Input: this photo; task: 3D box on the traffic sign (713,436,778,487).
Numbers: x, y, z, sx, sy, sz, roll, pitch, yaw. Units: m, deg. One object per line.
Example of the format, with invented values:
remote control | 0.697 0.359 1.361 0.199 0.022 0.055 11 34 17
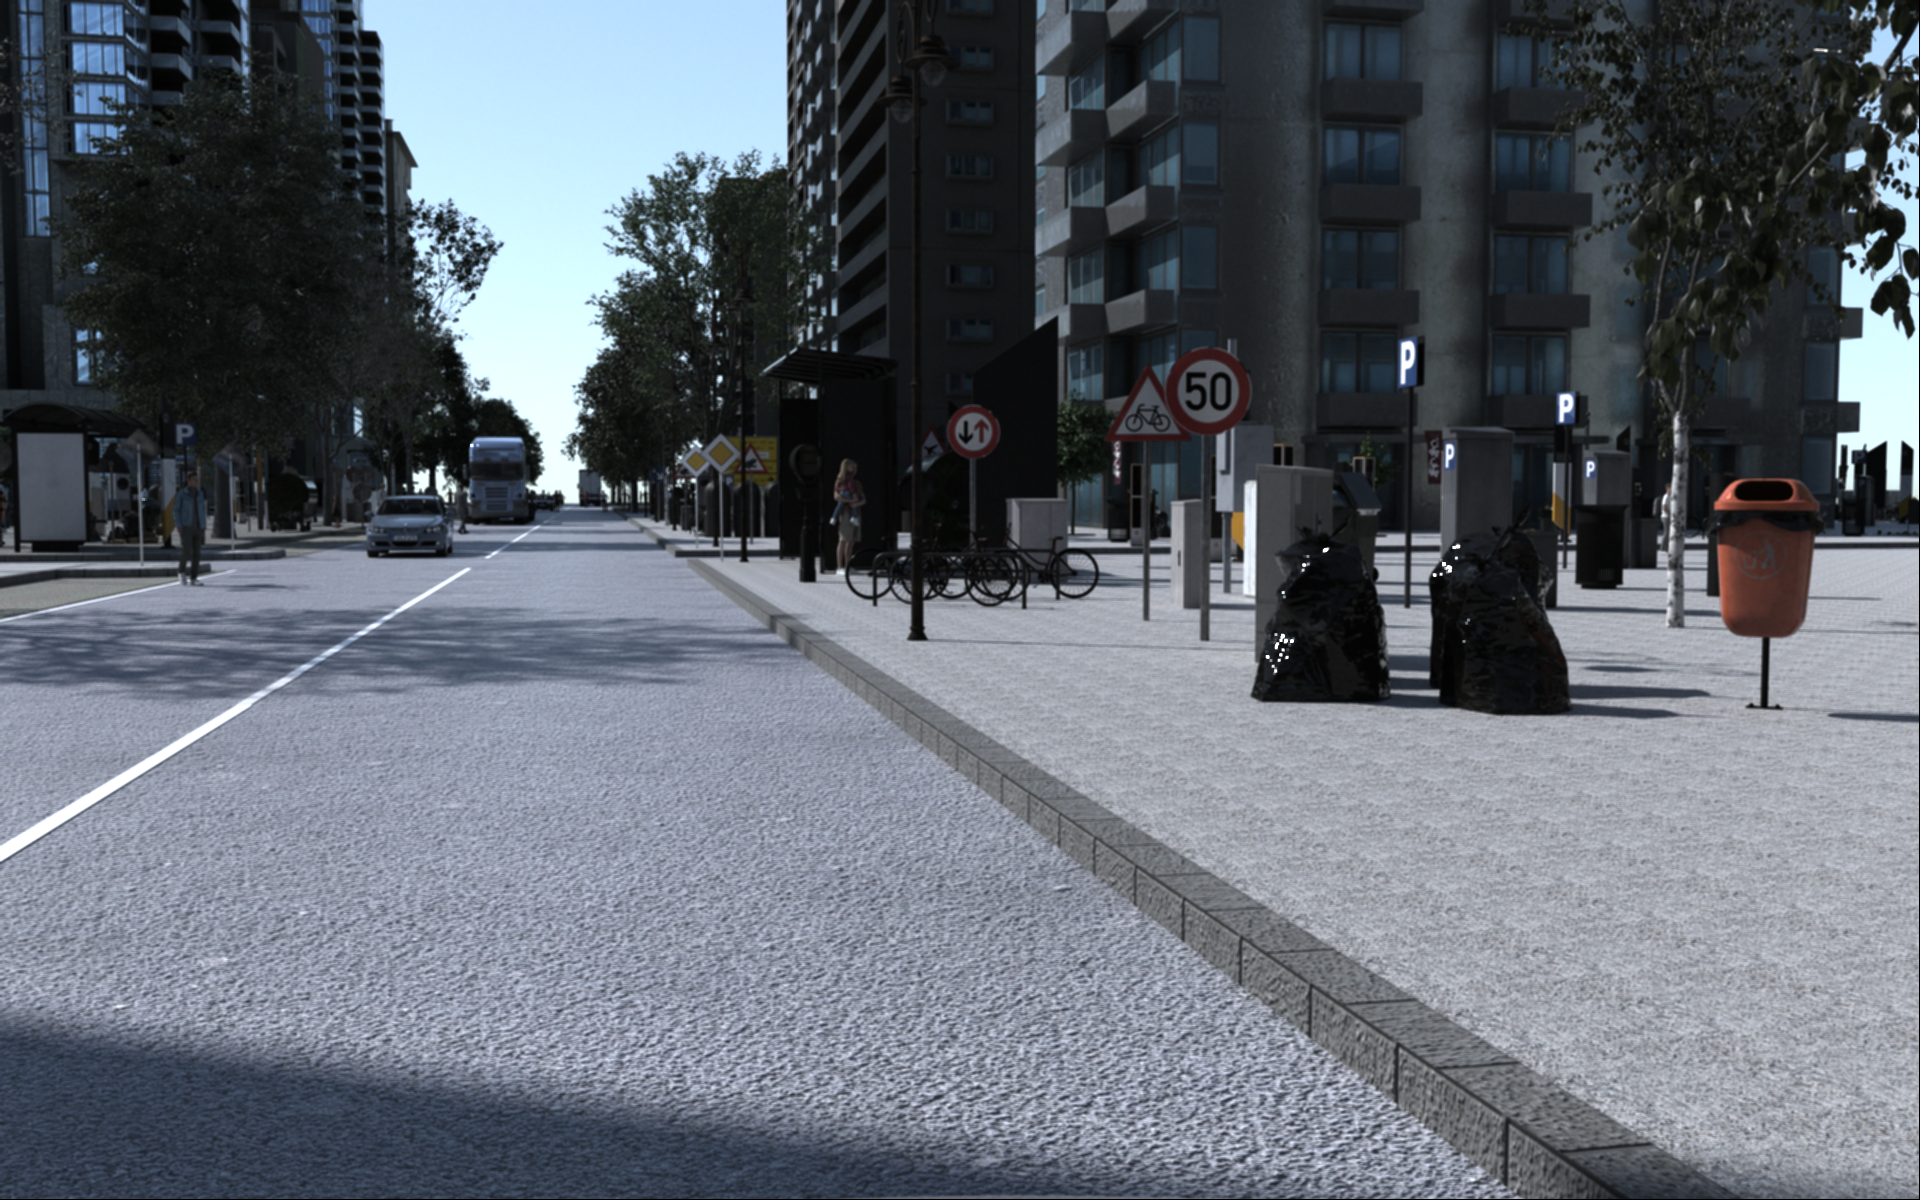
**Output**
traffic sign | -7.531 -4.101 60.930 2.265 3.308 0.079 -1 4 -12

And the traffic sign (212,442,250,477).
traffic sign | -16.245 -2.227 38.594 0.795 2.593 0.064 -1 4 -12

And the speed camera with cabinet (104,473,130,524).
speed camera with cabinet | -37.024 -4.930 74.948 0.660 3.252 2.038 2 4 31

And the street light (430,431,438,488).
street light | -34.329 -8.588 113.208 0.468 5.910 1.993 -1 4 -12

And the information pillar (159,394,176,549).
information pillar | -18.604 -3.016 40.673 0.183 3.616 0.504 0 4 8

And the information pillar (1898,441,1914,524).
information pillar | 41.105 -5.132 75.255 0.504 3.616 0.183 1 4 15

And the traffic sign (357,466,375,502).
traffic sign | -26.461 -4.717 77.225 0.768 2.556 0.104 -1 4 -11

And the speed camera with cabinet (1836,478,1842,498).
speed camera with cabinet | 50.042 -6.430 99.473 0.660 3.252 2.038 3 5 45

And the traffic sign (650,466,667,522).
traffic sign | -13.870 -4.867 79.687 0.768 2.556 0.104 -1 4 -9

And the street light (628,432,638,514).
street light | -22.218 -8.868 117.787 0.468 5.910 1.993 -1 4 -12

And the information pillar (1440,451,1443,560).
information pillar | 8.363 -1.522 29.382 0.304 2.012 0.304 0 4 -8

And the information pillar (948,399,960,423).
information pillar | -0.063 -3.145 42.782 0.504 3.616 0.183 1 4 10

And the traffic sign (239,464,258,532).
traffic sign | -24.181 -3.471 58.873 0.606 2.300 0.079 0 4 -3

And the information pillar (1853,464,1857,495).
information pillar | 48.446 -6.241 93.397 0.504 3.616 0.183 1 4 15

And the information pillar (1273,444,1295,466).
information pillar | 4.725 -1.291 25.606 0.304 2.012 0.304 3 5 42

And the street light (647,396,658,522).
street light | -13.751 -6.453 78.300 0.468 5.910 1.993 -1 4 -12

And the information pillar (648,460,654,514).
information pillar | -19.529 -7.219 109.388 0.183 3.616 0.504 1 4 16

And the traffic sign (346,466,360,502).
traffic sign | -27.506 -4.807 78.693 0.768 2.556 0.104 -1 4 -8

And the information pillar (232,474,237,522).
information pillar | -33.463 -5.392 79.519 0.504 3.616 0.183 -1 4 -22

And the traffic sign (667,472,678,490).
traffic sign | -16.670 -6.101 99.747 0.884 2.594 0.081 0 4 -3

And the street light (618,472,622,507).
street light | -29.682 -11.012 152.830 0.468 5.910 1.993 -1 4 -12

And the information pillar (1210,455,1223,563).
information pillar | 4.735 -1.705 32.369 0.304 2.012 0.304 -1 4 -16

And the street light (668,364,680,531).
street light | -10.044 -5.382 60.776 0.468 5.910 1.993 -1 4 -12

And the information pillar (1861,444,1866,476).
information pillar | 42.009 -5.456 80.554 0.183 3.616 0.504 3 5 39

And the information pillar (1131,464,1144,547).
information pillar | 4.350 -2.309 42.236 0.304 2.012 0.304 1 4 22

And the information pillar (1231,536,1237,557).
information pillar | 5.674 -1.882 35.259 0.304 2.012 0.304 3 4 38

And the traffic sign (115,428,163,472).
traffic sign | -14.584 -1.749 30.783 0.795 2.593 0.064 -1 4 -12

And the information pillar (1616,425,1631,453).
information pillar | 22.626 -4.144 59.113 0.504 3.616 0.183 -1 4 -14

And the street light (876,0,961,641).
street light | -0.375 -2.585 15.049 0.468 5.910 1.993 -1 4 -12

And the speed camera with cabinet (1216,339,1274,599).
speed camera with cabinet | 3.790 -1.665 21.559 0.660 3.252 2.038 -1 4 -11

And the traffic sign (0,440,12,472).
traffic sign | -22.393 -2.453 40.219 0.768 2.556 0.104 -1 4 -11

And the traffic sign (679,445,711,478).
traffic sign | -6.171 -2.356 40.708 0.795 2.593 0.064 -1 4 -12

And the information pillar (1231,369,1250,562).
information pillar | 5.273 -2.528 32.688 0.183 3.616 0.504 -3 4 -38

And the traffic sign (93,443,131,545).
traffic sign | -21.517 -2.688 43.950 0.884 2.594 0.081 -1 4 -10

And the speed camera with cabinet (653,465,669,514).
speed camera with cabinet | -18.622 -7.137 111.030 2.038 3.252 0.660 -1 4 -14

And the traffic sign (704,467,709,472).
traffic sign | -9.134 -3.908 64.001 0.768 2.556 0.104 0 4 -6

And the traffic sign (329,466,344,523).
traffic sign | -27.916 -4.727 77.396 0.768 2.556 0.104 -1 4 -9

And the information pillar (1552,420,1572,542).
information pillar | 15.974 -3.335 45.887 0.504 3.616 0.183 -1 4 -10

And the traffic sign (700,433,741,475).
traffic sign | -4.510 -1.878 32.896 0.795 2.593 0.064 -1 4 -12

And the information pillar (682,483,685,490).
information pillar | -18.069 -6.677 113.660 0.304 2.012 0.304 -2 4 -33

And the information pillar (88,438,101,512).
information pillar | -32.459 -4.495 64.844 0.504 3.616 0.183 -1 4 -13

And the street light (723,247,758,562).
street light | -4.084 -3.657 32.572 0.468 5.910 1.993 -1 4 -12

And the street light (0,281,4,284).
street light | -16.059 -3.394 28.284 0.468 5.910 1.993 -1 4 -12

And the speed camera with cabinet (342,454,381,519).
speed camera with cabinet | -29.299 -5.551 85.094 2.038 3.252 0.660 1 4 17

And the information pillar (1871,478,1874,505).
information pillar | 42.838 -4.720 81.659 0.304 2.012 0.304 -1 4 -19

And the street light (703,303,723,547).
street light | -5.957 -4.239 42.103 0.468 5.910 1.993 -1 4 -12

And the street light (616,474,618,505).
street light | -33.542 -12.138 171.235 0.468 5.910 1.993 -1 4 -12

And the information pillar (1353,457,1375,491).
information pillar | 8.019 -1.831 34.428 0.304 2.012 0.304 -2 4 -35

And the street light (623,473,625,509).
street light | -25.889 -9.941 135.324 0.468 5.910 1.993 -1 4 -12

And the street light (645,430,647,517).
street light | -17.462 -7.544 96.131 0.468 5.910 1.993 -1 4 -12

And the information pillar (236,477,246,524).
information pillar | -31.190 -4.320 75.131 0.304 2.012 0.304 -3 5 -43

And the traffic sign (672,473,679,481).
traffic sign | -16.594 -6.142 100.149 0.795 2.593 0.064 0 4 -8

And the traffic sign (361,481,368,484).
traffic sign | -38.108 -6.757 110.585 0.768 2.556 0.104 0 4 -5

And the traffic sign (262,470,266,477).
traffic sign | -31.569 -4.774 77.780 0.795 2.593 0.064 0 4 -7
